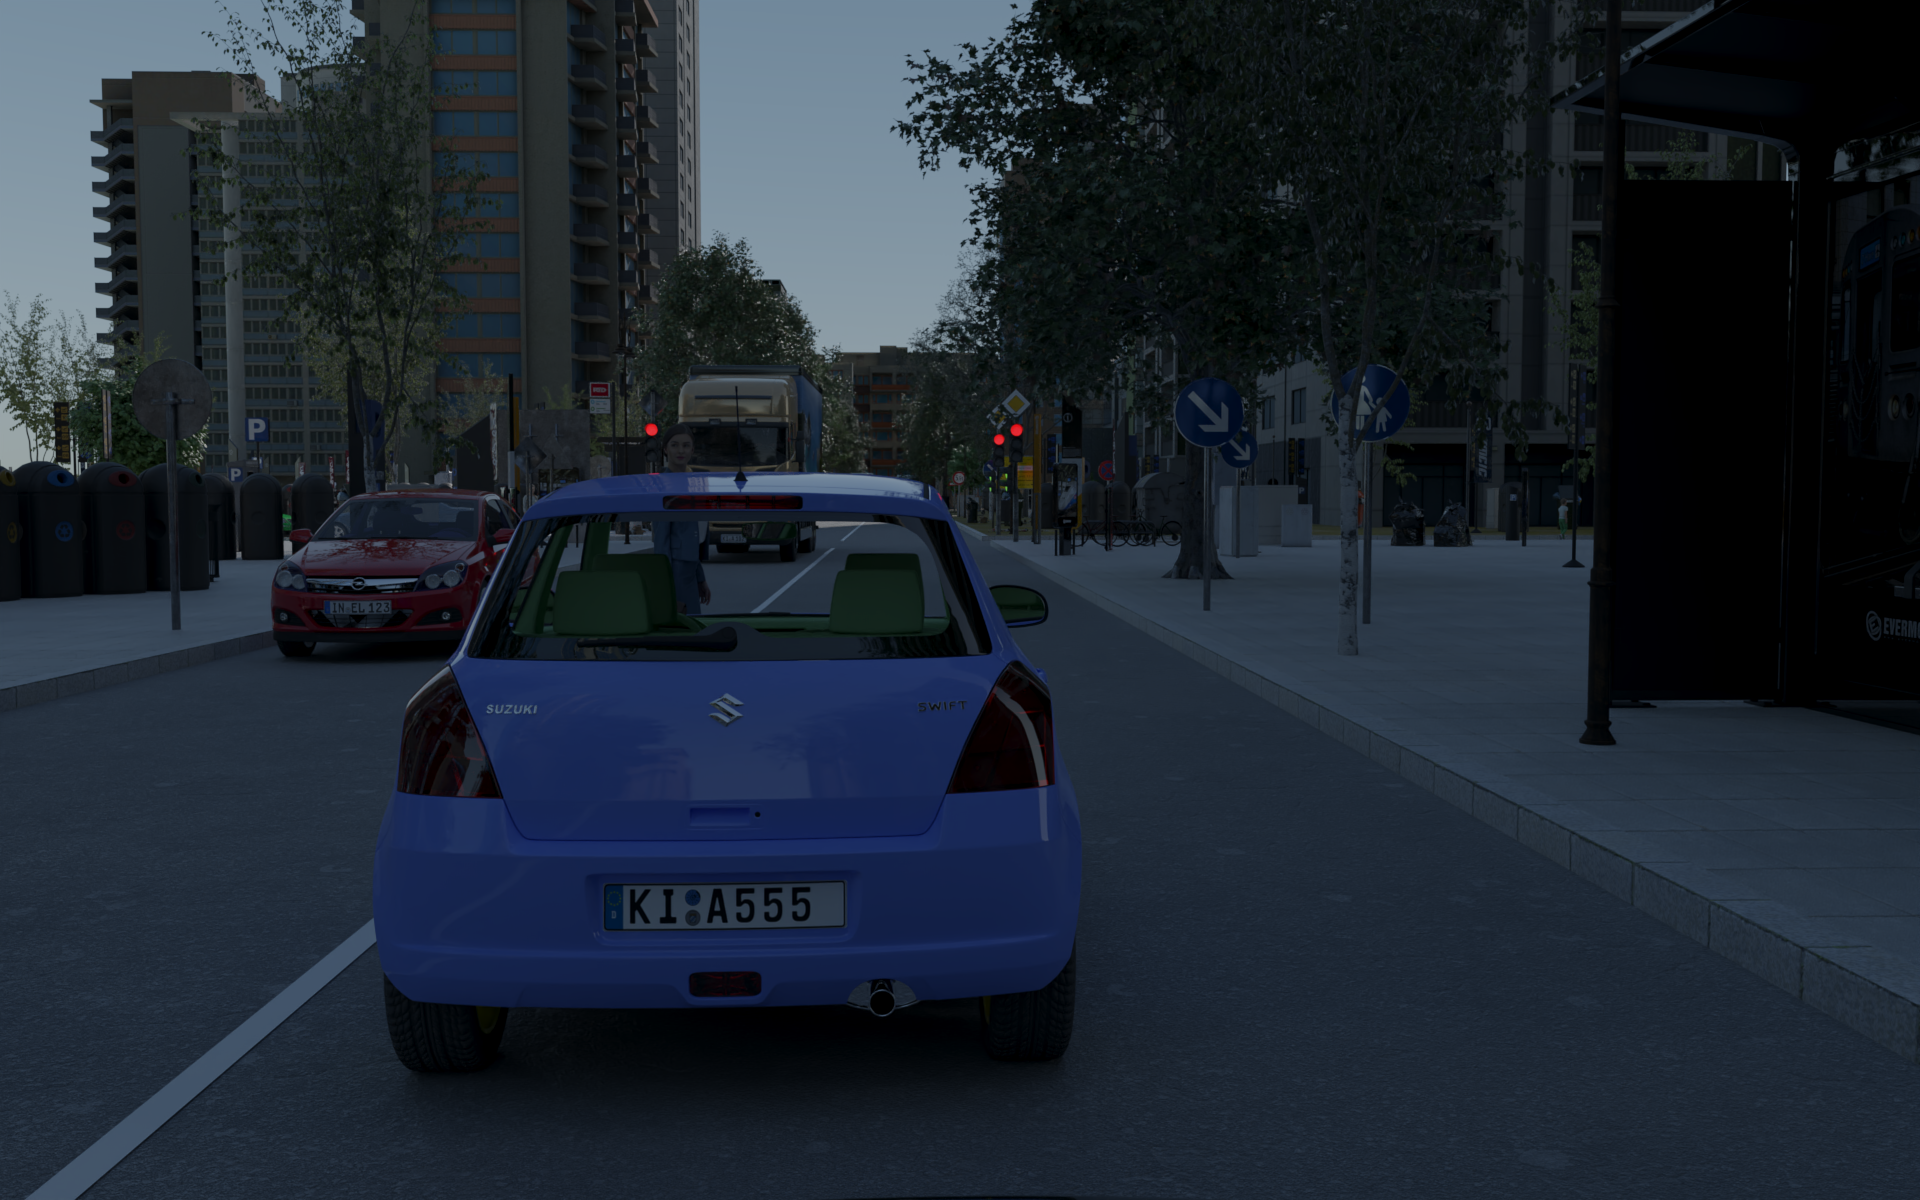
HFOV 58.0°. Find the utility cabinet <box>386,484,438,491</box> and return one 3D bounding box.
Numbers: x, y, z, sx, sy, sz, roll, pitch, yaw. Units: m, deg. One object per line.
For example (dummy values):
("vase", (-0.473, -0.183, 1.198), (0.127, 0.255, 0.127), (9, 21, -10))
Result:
("utility cabinet", (-12.375, -1.857, 39.047), (1.173, 1.500, 0.318), (-3, 4, -38))

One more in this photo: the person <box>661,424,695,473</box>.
("person", (-1.628, -0.074, 9.742), (0.654, 1.822, 0.581), (2, 4, 28))

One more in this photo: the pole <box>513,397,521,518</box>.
("pole", (-9.355, -2.608, 36.486), (0.158, 3.312, 0.155), (0, 3, 0))

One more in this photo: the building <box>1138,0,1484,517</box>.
("building", (22.151, -41.616, 118.678), (20.563, 71.187, 20.611), (0, 4, -2))

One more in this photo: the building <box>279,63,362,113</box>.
("building", (-75.660, -42.366, 234.689), (28.212, 58.520, 21.231), (0, 4, -2))

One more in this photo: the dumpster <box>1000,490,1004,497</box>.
("dumpster", (3.599, -7.261, 121.207), (1.502, 2.255, 1.985), (0, 4, -2))

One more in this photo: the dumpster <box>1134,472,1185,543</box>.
("dumpster", (5.402, -2.489, 46.450), (1.264, 1.857, 1.865), (0, 4, -2))

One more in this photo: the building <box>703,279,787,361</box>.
("building", (-30.384, -28.208, 232.908), (14.107, 30.474, 14.160), (0, 4, -2))

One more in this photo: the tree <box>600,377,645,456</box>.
("tree", (-20.203, -9.540, 106.338), (4.360, 8.622, 3.978), (0, 3, 0))

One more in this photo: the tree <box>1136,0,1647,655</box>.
("tree", (3.102, -3.852, 13.343), (4.360, 8.622, 3.978), (0, 3, 0))

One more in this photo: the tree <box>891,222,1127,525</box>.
("tree", (2.380, -9.948, 73.022), (12.009, 13.543, 11.850), (0, 3, 0))

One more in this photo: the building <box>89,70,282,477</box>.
("building", (-79.981, -32.467, 180.947), (14.200, 45.320, 14.600), (0, 4, -2))

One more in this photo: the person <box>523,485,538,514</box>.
("person", (-12.138, -2.421, 49.085), (0.512, 1.701, 0.522), (-3, 4, -37))

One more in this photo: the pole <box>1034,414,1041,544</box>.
("pole", (1.977, -3.080, 44.194), (0.158, 3.312, 0.155), (0, 3, 0))

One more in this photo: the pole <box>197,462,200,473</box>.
("pole", (-47.584, -7.002, 108.333), (0.158, 3.312, 0.155), (0, 3, 0))

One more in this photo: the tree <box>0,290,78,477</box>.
("tree", (-33.442, -6.885, 62.926), (4.737, 8.622, 4.395), (0, 3, 0))

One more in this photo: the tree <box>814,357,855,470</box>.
("tree", (-11.827, -11.939, 120.950), (9.928, 11.665, 9.643), (0, 3, 0))

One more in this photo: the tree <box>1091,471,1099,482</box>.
("tree", (9.208, -8.001, 125.424), (1.663, 3.219, 1.824), (0, 3, 0))

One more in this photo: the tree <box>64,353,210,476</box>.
("tree", (-19.255, -3.489, 40.752), (4.285, 4.588, 4.351), (0, 3, 0))

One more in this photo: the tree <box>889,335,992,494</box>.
("tree", (-1.845, -21.068, 200.347), (12.611, 20.169, 13.585), (0, 3, 0))

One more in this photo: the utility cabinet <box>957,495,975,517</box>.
("utility cabinet", (0.355, -5.375, 99.048), (1.020, 1.237, 0.306), (0, 4, 4))

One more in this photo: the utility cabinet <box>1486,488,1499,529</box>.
("utility cabinet", (19.730, -3.370, 63.784), (0.318, 1.500, 1.173), (3, 4, 36))

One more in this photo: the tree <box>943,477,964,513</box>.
("tree", (-0.134, -7.677, 120.118), (1.663, 3.219, 1.824), (0, 3, 0))

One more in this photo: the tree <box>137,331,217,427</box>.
("tree", (-35.617, -7.747, 77.022), (4.737, 8.622, 4.395), (0, 3, 0))

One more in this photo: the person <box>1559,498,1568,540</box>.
("person", (18.379, -2.450, 52.803), (0.306, 1.304, 0.590), (3, 4, 38))

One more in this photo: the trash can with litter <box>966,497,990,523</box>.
("trash can with litter", (0.783, -3.959, 76.114), (1.055, 1.170, 0.624), (1, 4, 14))

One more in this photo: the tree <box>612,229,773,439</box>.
("tree", (-10.542, -9.697, 75.548), (9.611, 12.733, 9.660), (0, 3, 0))

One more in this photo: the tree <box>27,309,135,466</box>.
("tree", (-34.452, -7.221, 68.422), (4.360, 8.622, 3.978), (0, 3, 0))

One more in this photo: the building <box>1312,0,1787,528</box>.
("building", (25.329, -38.931, 74.771), (20.611, 71.187, 20.563), (0, 4, -2))

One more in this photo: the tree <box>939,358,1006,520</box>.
("tree", (1.359, -8.346, 86.824), (4.360, 8.622, 3.978), (0, 3, 0))

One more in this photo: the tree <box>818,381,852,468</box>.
("tree", (-11.749, -12.093, 132.138), (7.601, 10.594, 8.767), (-1, 4, -19))

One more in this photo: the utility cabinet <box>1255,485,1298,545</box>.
("utility cabinet", (7.808, -2.110, 43.183), (1.173, 1.500, 0.318), (-1, 4, -11))

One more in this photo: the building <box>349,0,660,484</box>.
("building", (-36.759, -29.815, 142.093), (22.147, 44.769, 28.867), (0, 4, -2))

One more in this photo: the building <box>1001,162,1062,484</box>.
("building", (12.701, -35.689, 233.617), (14.200, 45.320, 14.600), (0, 4, -2))

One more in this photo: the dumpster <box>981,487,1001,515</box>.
("dumpster", (1.972, -6.327, 109.206), (1.264, 1.857, 1.865), (0, 4, -2))

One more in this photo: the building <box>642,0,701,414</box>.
("building", (-38.100, -45.316, 179.160), (20.611, 71.187, 20.563), (0, 4, -2))

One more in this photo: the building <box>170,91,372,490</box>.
("building", (-60.166, -29.433, 173.110), (23.993, 40.220, 32.217), (0, 4, -2))

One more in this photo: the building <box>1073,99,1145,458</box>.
("building", (18.343, -30.663, 184.937), (14.154, 41.232, 14.086), (0, 4, -2))

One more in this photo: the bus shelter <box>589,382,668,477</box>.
("bus shelter", (-12.268, -5.328, 64.743), (2.179, 5.291, 8.768), (0, 4, -2))

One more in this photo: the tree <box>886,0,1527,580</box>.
("tree", (3.693, -6.662, 25.927), (9.611, 12.733, 9.660), (0, 3, 0))

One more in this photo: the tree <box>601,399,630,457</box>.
("tree", (-25.475, -10.769, 126.440), (4.737, 8.622, 4.395), (0, 3, 0))

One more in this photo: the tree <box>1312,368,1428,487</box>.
("tree", (14.415, -6.752, 60.756), (4.737, 8.622, 4.395), (0, 3, 0))

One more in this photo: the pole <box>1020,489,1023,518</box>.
("pole", (3.358, -6.103, 93.620), (0.158, 3.312, 0.155), (0, 3, 0))

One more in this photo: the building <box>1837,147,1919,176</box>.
("building", (57.624, -32.843, 78.984), (28.212, 58.520, 21.231), (0, 4, -2))

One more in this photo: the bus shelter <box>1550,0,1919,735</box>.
("bus shelter", (4.474, -0.983, 7.357), (1.731, 3.624, 6.357), (0, 4, -2))

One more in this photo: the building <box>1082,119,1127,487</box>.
("building", (23.001, -51.898, 161.206), (22.319, 86.520, 31.000), (0, 4, -2))

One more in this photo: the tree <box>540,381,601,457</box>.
("tree", (-26.142, -9.942, 112.918), (4.737, 8.622, 4.395), (0, 3, 0))

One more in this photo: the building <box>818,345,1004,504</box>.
("building", (-9.111, -24.236, 241.301), (28.899, 21.520, 27.650), (0, 4, -2))

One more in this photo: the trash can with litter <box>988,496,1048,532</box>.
("trash can with litter", (1.971, -2.949, 59.270), (2.233, 1.210, 1.678), (-1, 4, -8))

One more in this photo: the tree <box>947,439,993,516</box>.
("tree", (0.703, -7.314, 103.299), (4.285, 4.588, 4.351), (0, 3, 0))

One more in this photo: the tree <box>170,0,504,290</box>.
("tree", (-7.774, -4.409, 22.452), (4.360, 8.622, 3.978), (0, 3, 0))

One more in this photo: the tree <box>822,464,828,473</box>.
("tree", (-12.318, -9.588, 140.473), (4.285, 4.588, 4.351), (0, 3, 0))

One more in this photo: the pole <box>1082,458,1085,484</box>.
("pole", (6.844, -6.288, 96.659), (0.158, 3.312, 0.155), (0, 3, 0))
